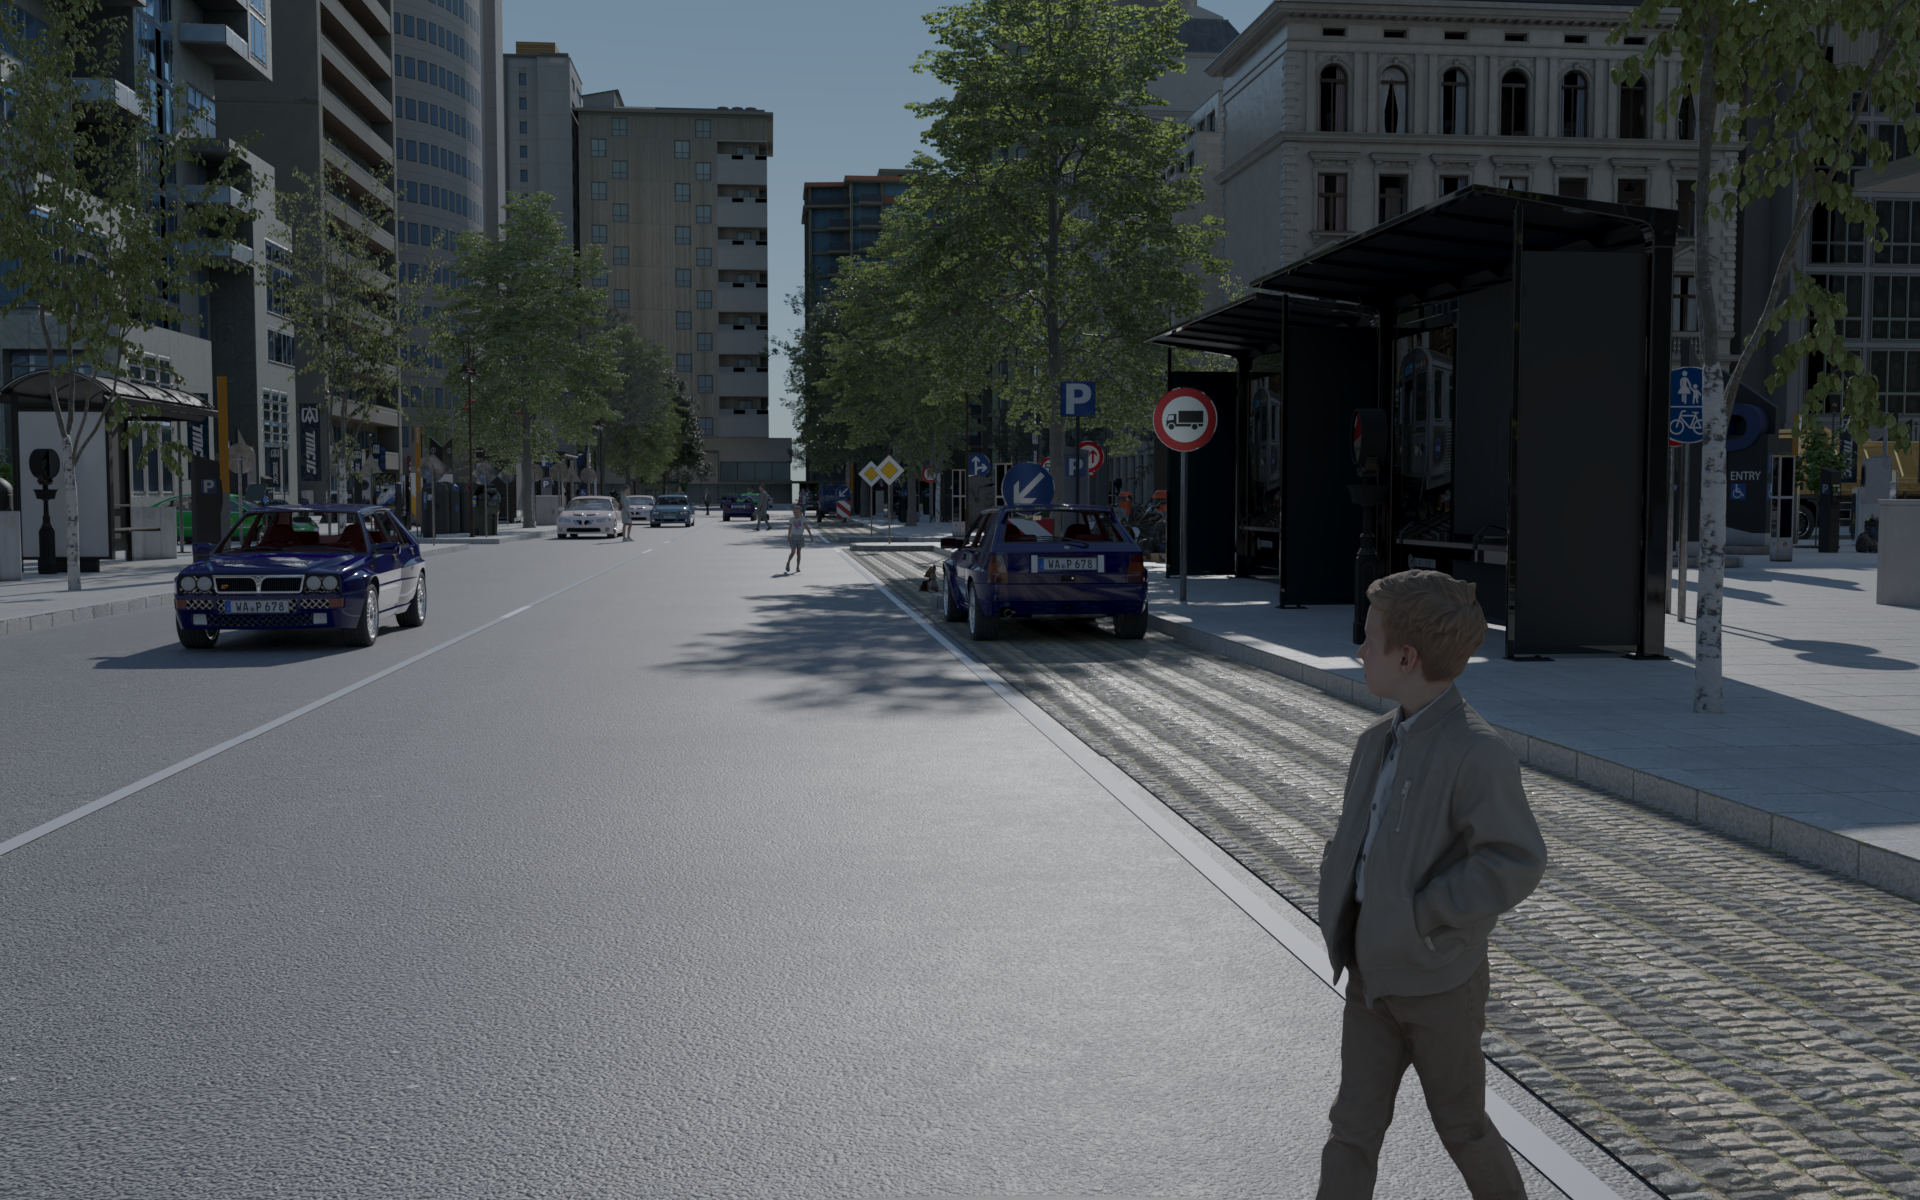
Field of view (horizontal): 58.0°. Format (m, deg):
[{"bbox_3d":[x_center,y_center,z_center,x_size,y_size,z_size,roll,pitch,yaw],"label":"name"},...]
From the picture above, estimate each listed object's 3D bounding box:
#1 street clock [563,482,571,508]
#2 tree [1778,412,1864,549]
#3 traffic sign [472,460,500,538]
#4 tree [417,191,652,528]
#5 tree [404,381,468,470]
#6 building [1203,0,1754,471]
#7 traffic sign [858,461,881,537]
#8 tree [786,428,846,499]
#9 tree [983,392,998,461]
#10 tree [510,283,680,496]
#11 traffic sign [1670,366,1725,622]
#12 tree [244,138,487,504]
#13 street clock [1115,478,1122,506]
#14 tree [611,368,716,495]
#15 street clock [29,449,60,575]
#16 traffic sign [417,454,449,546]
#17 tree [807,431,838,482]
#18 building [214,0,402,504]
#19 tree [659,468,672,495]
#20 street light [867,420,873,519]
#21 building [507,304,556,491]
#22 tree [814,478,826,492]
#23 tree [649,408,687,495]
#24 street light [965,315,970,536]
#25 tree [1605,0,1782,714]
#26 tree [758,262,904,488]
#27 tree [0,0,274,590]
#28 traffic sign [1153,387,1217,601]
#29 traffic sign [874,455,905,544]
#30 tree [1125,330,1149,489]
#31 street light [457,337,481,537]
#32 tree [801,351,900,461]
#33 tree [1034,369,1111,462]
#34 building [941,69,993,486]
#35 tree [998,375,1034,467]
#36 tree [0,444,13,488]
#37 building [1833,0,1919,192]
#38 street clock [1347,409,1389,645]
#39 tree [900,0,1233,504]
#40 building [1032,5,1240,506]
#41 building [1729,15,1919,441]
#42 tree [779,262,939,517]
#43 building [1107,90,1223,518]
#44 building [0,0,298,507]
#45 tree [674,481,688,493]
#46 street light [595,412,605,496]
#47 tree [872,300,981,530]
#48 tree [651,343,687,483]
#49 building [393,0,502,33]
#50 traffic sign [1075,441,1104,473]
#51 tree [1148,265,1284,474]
[{"bbox_3d":[-17.743,-4.509,78.298,0.358,2.002,0.471,-2,4,-33],"label":"street clock"},{"bbox_3d":[20.282,-2.852,41.230,1.663,3.219,1.824,0,3,0],"label":"tree"},{"bbox_3d":[-13.952,-2.895,50.982,0.795,2.450,0.064,0,4,-6],"label":"traffic sign"},{"bbox_3d":[-16.246,-8.972,64.821,7.486,12.596,7.792,0,3,0],"label":"tree"},{"bbox_3d":[-34.365,-10.016,114.120,4.737,8.622,4.395,0,3,0],"label":"tree"},{"bbox_3d":[21.314,-14.940,73.143,19.941,23.489,11.050,0,4,-6],"label":"building"},{"bbox_3d":[-2.672,-2.969,52.185,0.795,2.450,0.064,0,4,-6],"label":"traffic sign"},{"bbox_3d":[-15.900,-15.879,194.027,8.767,10.594,7.601,1,4,22],"label":"tree"},{"bbox_3d":[3.366,-10.306,118.862,4.360,8.622,3.978,0,3,0],"label":"tree"},{"bbox_3d":[-21.094,-11.696,101.598,12.009,13.543,11.850,0,3,0],"label":"tree"},{"bbox_3d":[7.252,-1.054,17.334,0.768,2.556,0.104,0,4,-1],"label":"traffic sign"},{"bbox_3d":[-13.032,-5.302,37.057,4.360,8.622,3.978,0,3,0],"label":"tree"},{"bbox_3d":[7.178,-4.515,78.389,0.358,2.002,0.471,-1,4,-8],"label":"street clock"},{"bbox_3d":[-26.715,-14.612,155.921,9.611,12.733,9.660,0,3,0],"label":"tree"},{"bbox_3d":[-14.591,-1.412,27.652,0.358,2.002,0.471,0,4,5],"label":"street clock"},{"bbox_3d":[-13.088,-2.410,43.043,0.795,2.450,0.064,0,4,-6],"label":"traffic sign"},{"bbox_3d":[-13.475,-13.823,176.373,4.360,8.622,3.978,0,3,0],"label":"tree"},{"bbox_3d":[-48.857,-29.714,109.525,21.300,48.544,21.600,0,4,-6],"label":"building"},{"bbox_3d":[-28.085,-13.221,166.528,4.360,8.622,3.978,0,3,0],"label":"tree"},{"bbox_3d":[-4.490,-7.013,87.444,0.468,5.910,1.993,0,4,-6],"label":"street light"},{"bbox_3d":[-56.308,-19.928,170.869,28.899,21.520,27.650,0,4,-6],"label":"building"},{"bbox_3d":[-16.158,-12.675,201.837,1.663,3.219,1.824,0,3,0],"label":"tree"},{"bbox_3d":[-25.127,-12.014,146.791,4.737,8.622,4.395,0,3,0],"label":"tree"},{"bbox_3d":[0.180,-4.343,43.799,0.468,5.910,1.993,0,4,-6],"label":"street light"},{"bbox_3d":[4.581,-3.634,9.773,4.737,8.622,4.395,0,3,0],"label":"tree"},{"bbox_3d":[-9.957,-17.500,142.008,12.611,20.169,13.585,0,3,0],"label":"tree"},{"bbox_3d":[-11.628,-4.431,22.816,4.737,8.622,4.395,0,3,0],"label":"tree"},{"bbox_3d":[2.678,-1.260,20.699,0.768,2.556,0.104,0,4,2],"label":"traffic sign"},{"bbox_3d":[-1.808,-2.483,44.246,0.795,2.450,0.064,0,4,-6],"label":"traffic sign"},{"bbox_3d":[8.633,-7.536,73.568,4.360,8.622,3.978,0,3,0],"label":"tree"},{"bbox_3d":[-14.447,-4.790,51.101,0.468,5.910,1.993,0,4,-6],"label":"street light"},{"bbox_3d":[-6.572,-11.594,115.311,9.928,11.665,9.643,0,3,0],"label":"tree"},{"bbox_3d":[6.600,-8.875,95.461,4.360,8.622,3.978,0,3,0],"label":"tree"},{"bbox_3d":[10.804,-31.884,175.927,22.147,44.769,28.867,0,4,-6],"label":"building"},{"bbox_3d":[4.693,-9.350,103.233,4.360,8.622,3.978,0,3,0],"label":"tree"},{"bbox_3d":[-31.683,-3.808,56.856,1.663,3.219,1.824,0,3,0],"label":"tree"},{"bbox_3d":[30.399,-26.263,18.647,28.713,52.752,27.495,0,4,-6],"label":"building"},{"bbox_3d":[3.474,-0.624,14.765,0.358,2.002,0.471,0,4,2],"label":"street clock"},{"bbox_3d":[1.731,-7.168,35.329,7.486,12.596,7.792,0,3,0],"label":"tree"},{"bbox_3d":[12.455,-20.602,114.335,11.434,29.767,29.804,0,4,-6],"label":"building"},{"bbox_3d":[46.221,-15.819,77.706,30.058,24.678,14.314,0,4,-6],"label":"building"},{"bbox_3d":[-5.143,-11.547,95.445,9.857,13.997,8.962,0,3,0],"label":"tree"},{"bbox_3d":[14.441,-14.450,91.003,10.420,20.320,16.860,0,4,-6],"label":"building"},{"bbox_3d":[-43.178,-46.598,74.544,22.319,86.520,31.000,0,4,-6],"label":"building"},{"bbox_3d":[-31.366,-12.233,194.618,1.663,3.219,1.824,0,3,0],"label":"tree"},{"bbox_3d":[-18.533,-7.132,89.398,0.468,5.910,1.993,0,4,-6],"label":"street light"},{"bbox_3d":[-0.901,-6.842,62.221,4.737,8.622,4.395,0,3,0],"label":"tree"},{"bbox_3d":[-22.424,-12.053,115.198,7.486,12.596,7.792,0,3,0],"label":"tree"},{"bbox_3d":[-48.681,-36.345,136.237,21.231,58.520,28.212,0,4,-6],"label":"building"},{"bbox_3d":[3.063,-2.534,41.538,0.768,2.556,0.104,0,4,-3],"label":"traffic sign"},{"bbox_3d":[8.927,-6.473,56.204,4.360,8.622,3.978,0,3,0],"label":"tree"}]
